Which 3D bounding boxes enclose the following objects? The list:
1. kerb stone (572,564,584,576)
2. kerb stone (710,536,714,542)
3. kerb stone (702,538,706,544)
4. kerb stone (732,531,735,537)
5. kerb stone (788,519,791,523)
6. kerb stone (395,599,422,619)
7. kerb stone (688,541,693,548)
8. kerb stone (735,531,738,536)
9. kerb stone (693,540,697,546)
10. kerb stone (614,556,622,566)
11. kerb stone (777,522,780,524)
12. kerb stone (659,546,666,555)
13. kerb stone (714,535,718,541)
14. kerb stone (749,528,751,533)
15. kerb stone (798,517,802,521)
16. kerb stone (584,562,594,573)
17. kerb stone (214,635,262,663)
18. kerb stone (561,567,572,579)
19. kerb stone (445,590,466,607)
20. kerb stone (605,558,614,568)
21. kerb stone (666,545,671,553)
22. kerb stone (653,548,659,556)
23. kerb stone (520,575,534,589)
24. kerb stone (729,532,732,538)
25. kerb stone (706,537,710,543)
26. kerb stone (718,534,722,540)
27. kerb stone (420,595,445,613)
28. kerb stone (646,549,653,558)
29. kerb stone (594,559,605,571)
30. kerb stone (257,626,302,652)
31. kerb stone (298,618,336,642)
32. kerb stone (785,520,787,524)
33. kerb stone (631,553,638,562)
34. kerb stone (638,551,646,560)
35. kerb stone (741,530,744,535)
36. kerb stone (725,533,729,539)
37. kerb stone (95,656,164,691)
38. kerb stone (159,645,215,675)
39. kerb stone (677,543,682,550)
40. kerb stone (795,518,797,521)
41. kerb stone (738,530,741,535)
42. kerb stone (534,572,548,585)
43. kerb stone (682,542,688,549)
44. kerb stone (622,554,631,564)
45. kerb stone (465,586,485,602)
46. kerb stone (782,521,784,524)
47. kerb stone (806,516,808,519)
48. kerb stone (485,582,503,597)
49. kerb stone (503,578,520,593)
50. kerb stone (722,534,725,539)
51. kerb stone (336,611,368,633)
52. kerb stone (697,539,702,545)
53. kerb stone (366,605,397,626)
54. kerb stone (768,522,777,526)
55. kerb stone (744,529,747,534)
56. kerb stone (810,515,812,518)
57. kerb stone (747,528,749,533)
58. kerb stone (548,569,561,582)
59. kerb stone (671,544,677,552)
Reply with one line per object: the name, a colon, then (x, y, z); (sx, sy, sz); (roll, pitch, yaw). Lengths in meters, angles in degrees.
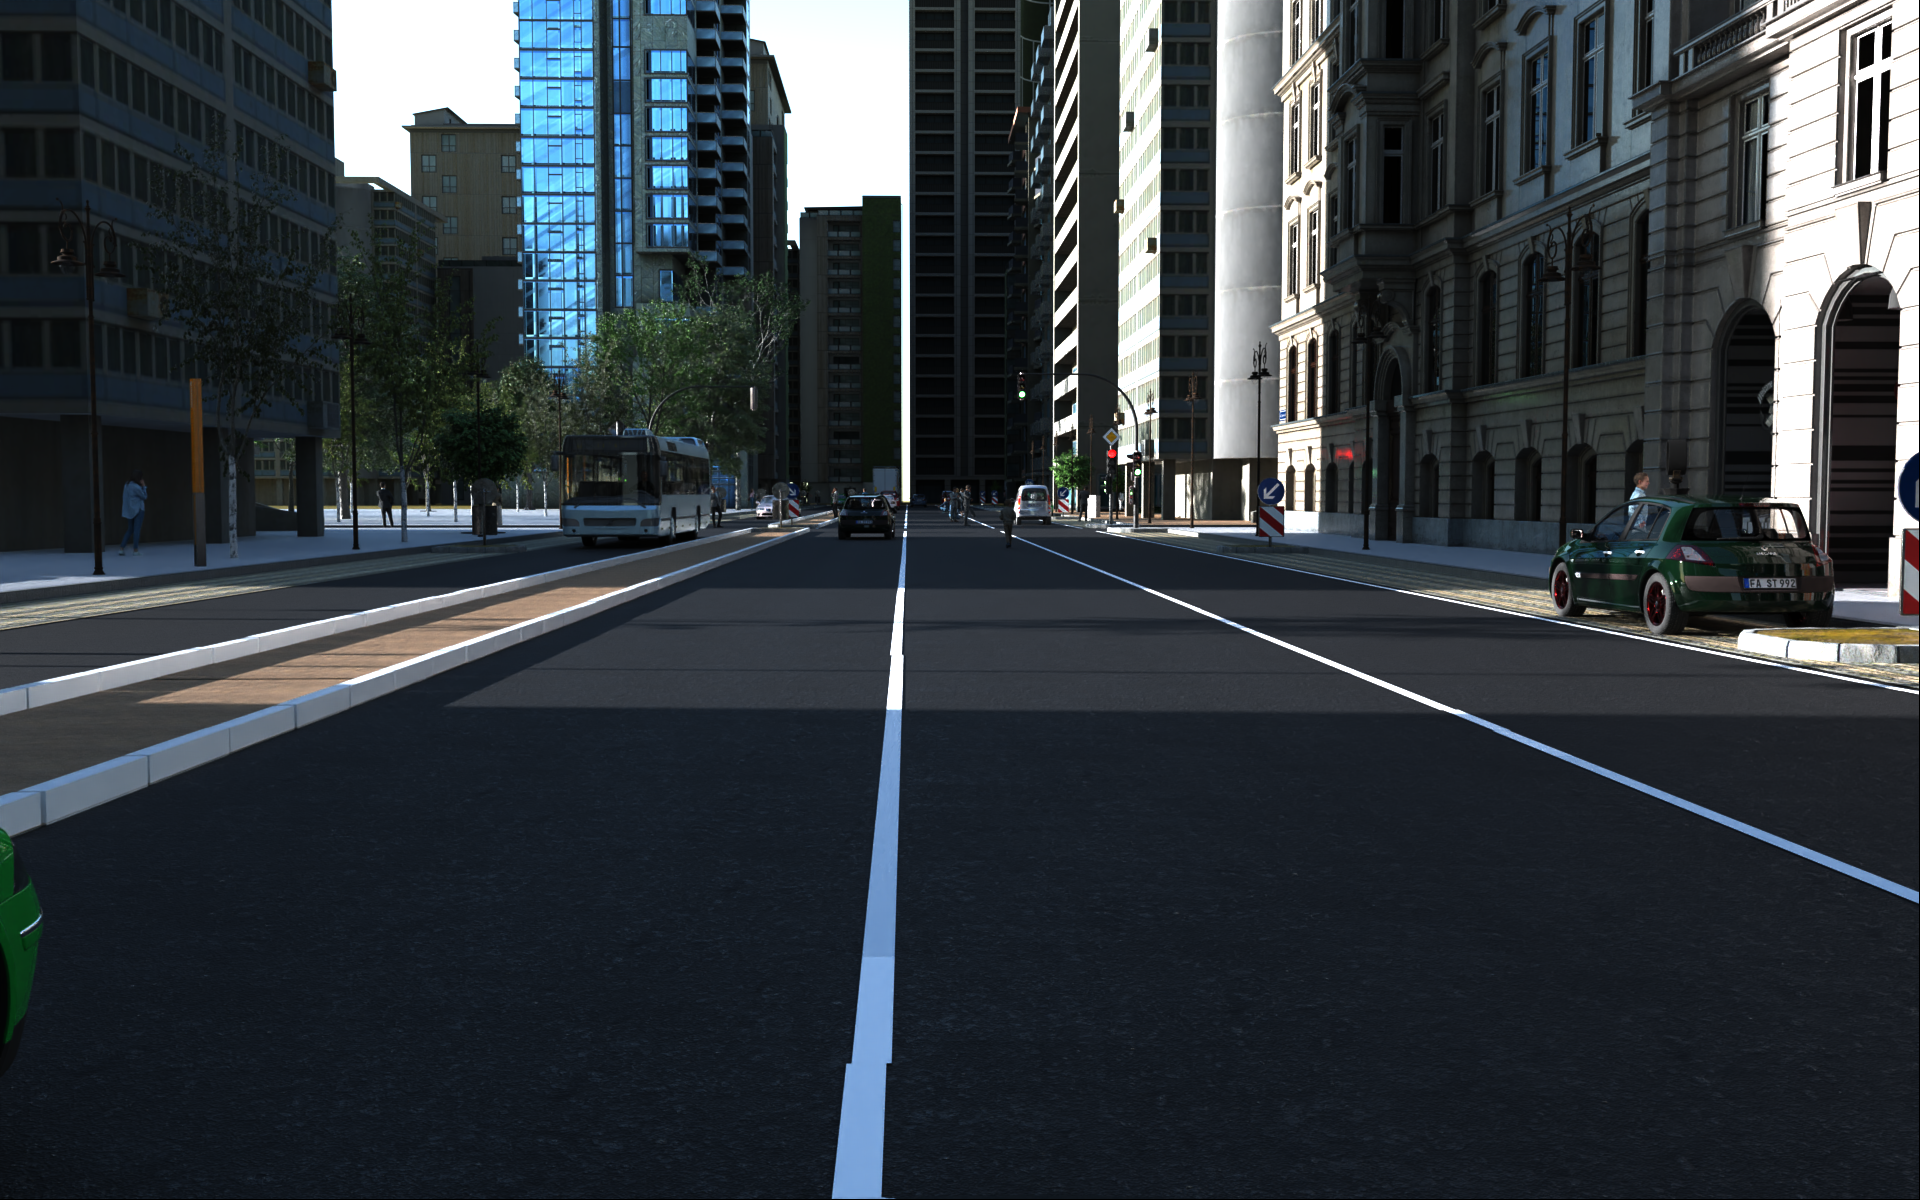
kerb stone: (-6.805, -0.503, 30.417); (0.120, 0.150, 1.000); (0, 4, -2)
kerb stone: (-7.432, -1.753, 50.910); (0.120, 0.150, 1.000); (0, 4, -2)
kerb stone: (-7.369, -1.631, 48.861); (0.120, 0.150, 1.000); (0, 4, -2)
kerb stone: (-7.605, -2.132, 57.059); (0.120, 0.150, 1.000); (0, 4, -2)
kerb stone: (-8.430, -3.796, 84.259); (0.120, 0.150, 1.000); (0, 4, -2)
kerb stone: (-6.498, 0.124, 20.170); (0.120, 0.150, 1.000); (0, 4, -2)
kerb stone: (-7.262, -1.442, 45.794); (0.120, 0.150, 1.000); (0, 4, -2)
kerb stone: (-7.631, -2.192, 58.081); (0.120, 0.150, 1.000); (0, 4, -2)
kerb stone: (-7.294, -1.504, 46.815); (0.120, 0.150, 1.000); (0, 4, -2)
kerb stone: (-6.925, -0.752, 34.540); (0.120, 0.150, 1.000); (0, 4, -2)
kerb stone: (-8.201, -3.357, 77.077); (0.120, 0.150, 1.000); (0, 4, -2)
kerb stone: (-7.102, -1.130, 40.676); (0.120, 0.150, 1.000); (0, 4, -2)
kerb stone: (-7.457, -1.814, 51.932); (0.120, 0.150, 1.000); (0, 4, -2)
kerb stone: (-7.792, -2.508, 63.200); (0.120, 0.150, 1.000); (0, 4, -2)
kerb stone: (-8.668, -4.293, 92.470); (0.120, 0.150, 1.000); (0, 4, -2)
kerb stone: (-6.839, -0.566, 31.443); (0.120, 0.150, 1.000); (0, 4, -2)
kerb stone: (-6.338, 0.443, 15.047); (0.120, 0.150, 1.000); (0, 4, -2)
kerb stone: (-6.781, -0.437, 29.395); (0.120, 0.150, 1.000); (0, 4, -2)
kerb stone: (-6.557, 0.007, 22.214); (0.120, 0.150, 1.000); (0, 4, -2)
kerb stone: (-6.896, -0.692, 33.512); (0.120, 0.150, 1.000); (0, 4, -2)
kerb stone: (-7.141, -1.183, 41.702); (0.120, 0.150, 1.000); (0, 4, -2)
kerb stone: (-7.084, -1.062, 39.655); (0.120, 0.150, 1.000); (0, 4, -2)
kerb stone: (-6.673, -0.252, 26.316); (0.120, 0.150, 1.000); (0, 4, -2)
kerb stone: (-7.576, -2.070, 56.038); (0.120, 0.150, 1.000); (0, 4, -2)
kerb stone: (-7.390, -1.693, 49.884); (0.120, 0.150, 1.000); (0, 4, -2)
kerb stone: (-7.480, -1.879, 52.953); (0.120, 0.150, 1.000); (0, 4, -2)
kerb stone: (-6.527, 0.061, 21.192); (0.120, 0.150, 1.000); (0, 4, -2)
kerb stone: (-7.044, -1.004, 38.633); (0.120, 0.150, 1.000); (0, 4, -2)
kerb stone: (-6.863, -0.629, 32.484); (0.120, 0.150, 1.000); (0, 4, -2)
kerb stone: (-6.368, 0.375, 16.070); (0.120, 0.150, 1.000); (0, 4, -2)
kerb stone: (-6.410, 0.312, 17.091); (0.120, 0.150, 1.000); (0, 4, -2)
kerb stone: (-8.327, -3.607, 81.180); (0.120, 0.150, 1.000); (0, 4, -2)
kerb stone: (-6.990, -0.877, 36.590); (0.120, 0.150, 1.000); (0, 4, -2)
kerb stone: (-7.016, -0.937, 37.612); (0.120, 0.150, 1.000); (0, 4, -2)
kerb stone: (-7.701, -2.318, 60.126); (0.120, 0.150, 1.000); (0, 4, -2)
kerb stone: (-7.543, -2.007, 55.015); (0.120, 0.150, 1.000); (0, 4, -2)
kerb stone: (-6.277, 0.562, 13.004); (0.120, 0.150, 1.000); (0, 4, -2)
kerb stone: (-6.316, 0.501, 14.025); (0.120, 0.150, 1.000); (0, 4, -2)
kerb stone: (-7.206, -1.318, 43.747); (0.120, 0.150, 1.000); (0, 4, -2)
kerb stone: (-8.552, -4.048, 88.372); (0.120, 0.150, 1.000); (0, 4, -2)
kerb stone: (-7.659, -2.257, 59.102); (0.120, 0.150, 1.000); (0, 4, -2)
kerb stone: (-6.711, -0.314, 27.337); (0.120, 0.150, 1.000); (0, 4, -2)
kerb stone: (-7.233, -1.381, 44.772); (0.120, 0.150, 1.000); (0, 4, -2)
kerb stone: (-6.958, -0.818, 35.568); (0.120, 0.150, 1.000); (0, 4, -2)
kerb stone: (-6.591, -0.063, 23.234); (0.120, 0.150, 1.000); (0, 4, -2)
kerb stone: (-8.273, -3.482, 79.132); (0.120, 0.150, 1.000); (0, 4, -2)
kerb stone: (-8.823, -4.612, 97.595); (0.120, 0.150, 1.000); (0, 4, -2)
kerb stone: (-6.612, -0.124, 24.263); (0.120, 0.150, 1.000); (0, 4, -2)
kerb stone: (-6.643, -0.188, 25.294); (0.120, 0.150, 1.000); (0, 4, -2)
kerb stone: (-7.512, -1.939, 53.989); (0.120, 0.150, 1.000); (0, 4, -2)
kerb stone: (-6.437, 0.251, 18.117); (0.120, 0.150, 1.000); (0, 4, -2)
kerb stone: (-7.325, -1.568, 47.836); (0.120, 0.150, 1.000); (0, 4, -2)
kerb stone: (-6.458, 0.187, 19.139); (0.120, 0.150, 1.000); (0, 4, -2)
kerb stone: (-8.143, -3.231, 75.014); (0.120, 0.150, 1.000); (0, 4, -2)
kerb stone: (-7.725, -2.383, 61.152); (0.120, 0.150, 1.000); (0, 4, -2)
kerb stone: (-8.950, -4.862, 101.688); (0.120, 0.150, 1.000); (0, 4, -2)
kerb stone: (-7.760, -2.439, 62.179); (0.120, 0.150, 1.000); (0, 4, -2)
kerb stone: (-6.738, -0.377, 28.366); (0.120, 0.150, 1.000); (0, 4, -2)
kerb stone: (-7.177, -1.254, 42.725); (0.120, 0.150, 1.000); (0, 4, -2)
